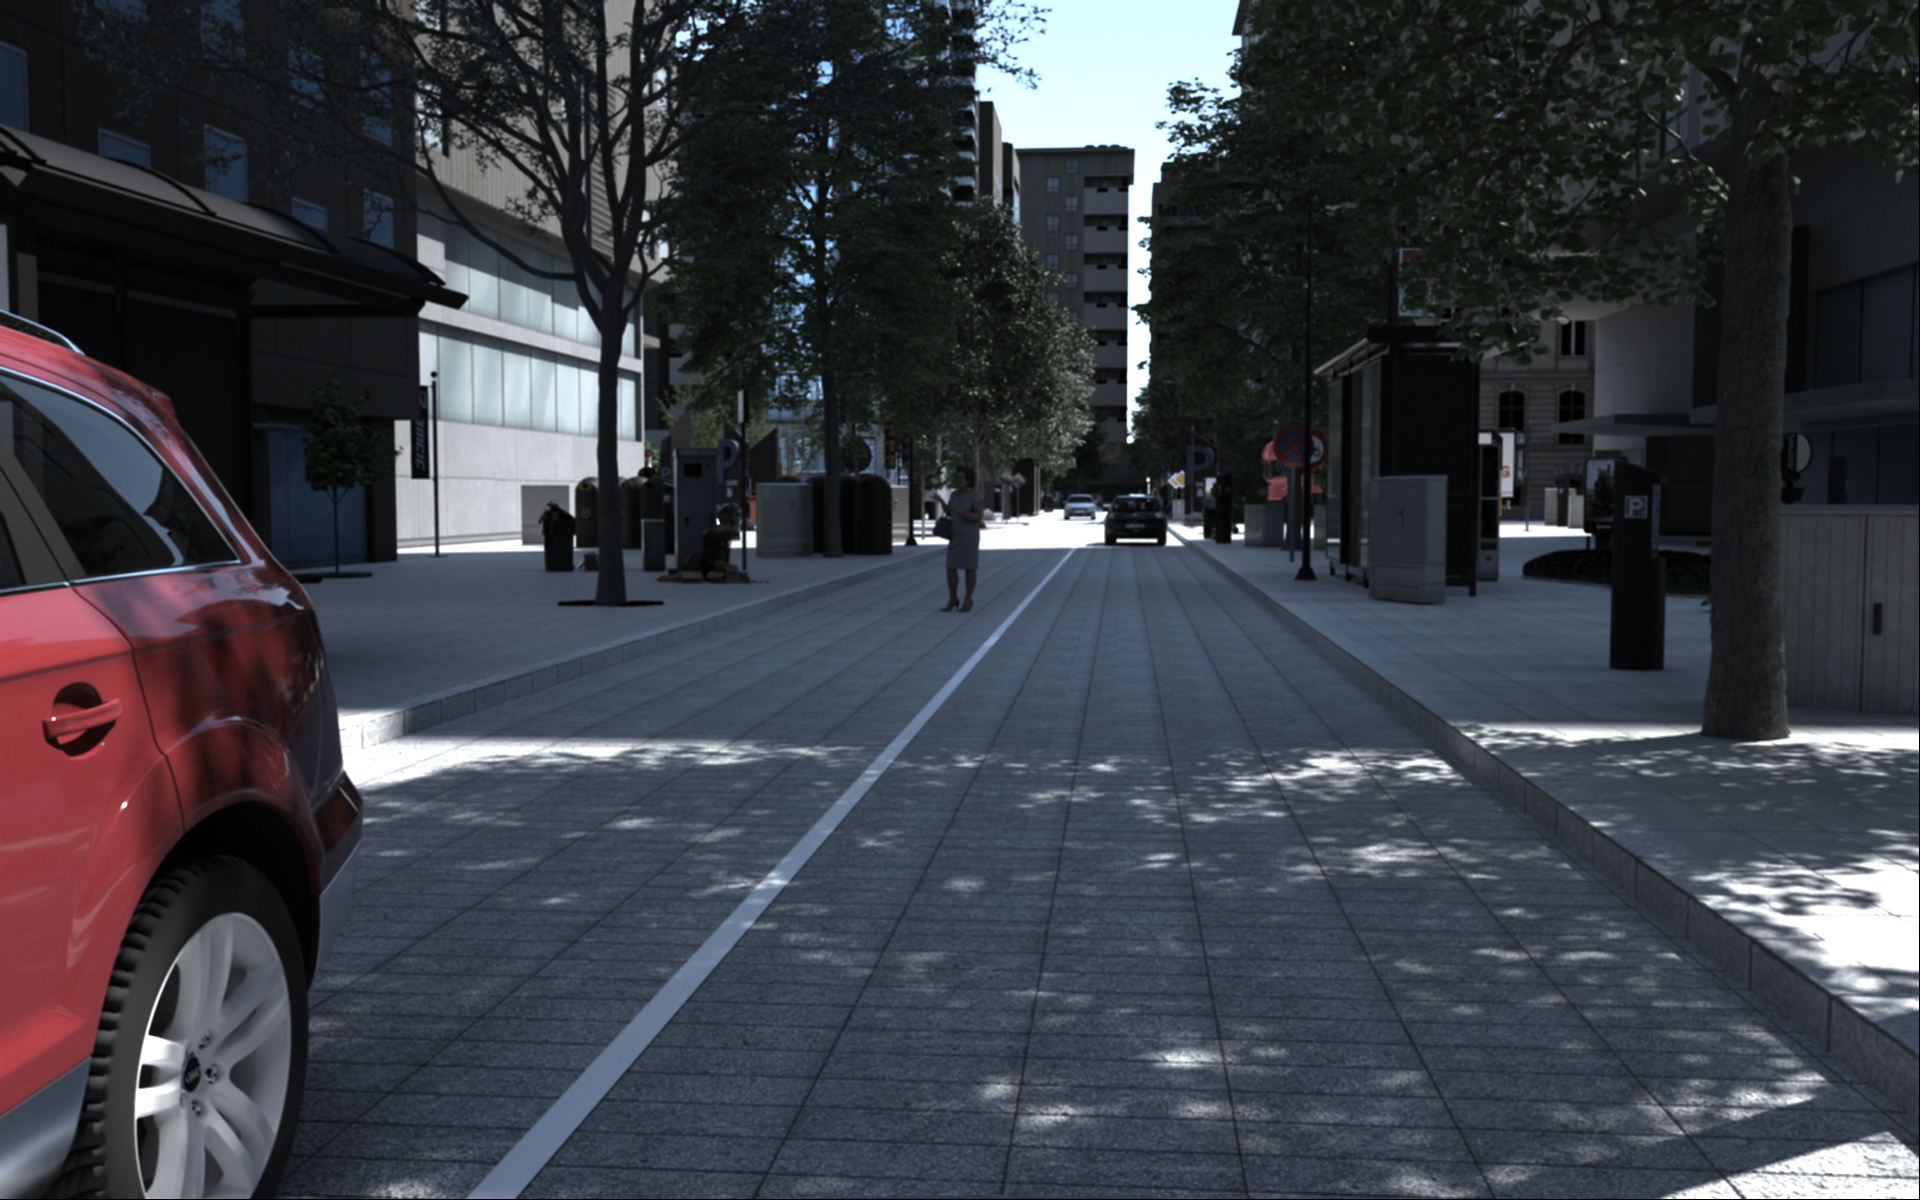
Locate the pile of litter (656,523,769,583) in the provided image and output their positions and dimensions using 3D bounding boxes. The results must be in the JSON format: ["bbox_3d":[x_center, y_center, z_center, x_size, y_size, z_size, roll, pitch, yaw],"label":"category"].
[{"bbox_3d":[-3.629,-0.689,25.229,1.719,0.858,1.176,3,4,37],"label":"pile of litter"}]

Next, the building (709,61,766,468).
[{"bbox_3d":[-21.533,-38.031,211.051,27.495,52.752,28.713,0,4,5],"label":"building"}]

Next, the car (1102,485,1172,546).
[{"bbox_3d":[5.046,-2.426,49.457,2.009,1.686,4.222,0,4,7],"label":"car"}]

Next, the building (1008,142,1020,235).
[{"bbox_3d":[-0.070,-34.662,216.840,14.200,45.320,14.600,0,4,5],"label":"building"}]

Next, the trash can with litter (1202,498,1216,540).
[{"bbox_3d":[7.275,-2.311,49.175,0.624,1.170,1.055,-1,4,-14],"label":"trash can with litter"}]

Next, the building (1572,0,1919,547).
[{"bbox_3d":[29.371,-27.488,38.665,28.713,52.752,27.495,0,4,5],"label":"building"}]

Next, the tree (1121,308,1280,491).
[{"bbox_3d":[12.240,-9.203,84.884,7.601,10.594,8.767,-1,4,-11],"label":"tree"}]

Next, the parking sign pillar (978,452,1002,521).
[{"bbox_3d":[1.009,-5.744,82.382,1.447,3.967,1.447,3,5,40],"label":"parking sign pillar"}]

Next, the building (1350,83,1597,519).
[{"bbox_3d":[37.192,-16.666,91.573,34.723,24.649,14.460,0,4,5],"label":"building"}]

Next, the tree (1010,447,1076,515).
[{"bbox_3d":[4.551,-7.615,108.226,4.285,4.588,4.351,0,3,0],"label":"tree"}]

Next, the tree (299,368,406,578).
[{"bbox_3d":[-9.652,-1.959,26.626,1.663,3.219,1.824,0,3,0],"label":"tree"}]

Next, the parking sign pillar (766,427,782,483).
[{"bbox_3d":[-7.883,-5.015,70.470,1.447,3.967,1.447,2,4,29],"label":"parking sign pillar"}]

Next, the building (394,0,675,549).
[{"bbox_3d":[-24.399,-28.181,50.004,27.495,52.752,28.713,0,4,5],"label":"building"}]

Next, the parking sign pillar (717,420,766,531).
[{"bbox_3d":[-7.969,-4.439,61.052,1.447,3.967,1.447,-3,5,-44],"label":"parking sign pillar"}]

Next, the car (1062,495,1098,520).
[{"bbox_3d":[6.750,-5.210,97.182,2.014,1.417,4.499,0,4,5],"label":"car"}]

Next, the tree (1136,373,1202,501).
[{"bbox_3d":[12.394,-9.228,101.239,4.360,8.622,3.978,0,3,0],"label":"tree"}]

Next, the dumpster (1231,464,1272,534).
[{"bbox_3d":[9.421,-3.324,56.844,1.502,2.255,1.985,0,4,6],"label":"dumpster"}]

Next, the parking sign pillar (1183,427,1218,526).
[{"bbox_3d":[9.661,-4.944,69.302,1.447,3.967,1.447,1,4,16],"label":"parking sign pillar"}]

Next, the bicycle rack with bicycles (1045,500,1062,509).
[{"bbox_3d":[7.341,-8.250,148.272,2.925,0.926,2.852,0,4,1],"label":"bicycle rack with bicycles"}]

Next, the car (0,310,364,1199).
[{"bbox_3d":[-2.412,0.429,1.662,2.281,1.827,5.304,0,4,3],"label":"car"}]

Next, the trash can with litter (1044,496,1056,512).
[{"bbox_3d":[6.283,-6.736,121.525,0.624,1.170,1.055,1,4,20],"label":"trash can with litter"}]

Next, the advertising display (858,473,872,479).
[{"bbox_3d":[-3.139,-2.978,53.897,0.974,1.923,0.123,-3,5,-42],"label":"advertising display"}]

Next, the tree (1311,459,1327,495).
[{"bbox_3d":[14.921,-4.589,69.636,1.663,3.219,1.824,0,3,0],"label":"tree"}]

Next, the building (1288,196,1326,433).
[{"bbox_3d":[26.253,-15.890,108.951,9.793,20.994,18.267,0,4,5],"label":"building"}]

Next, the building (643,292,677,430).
[{"bbox_3d":[-47.041,-36.265,216.628,21.600,48.544,21.300,0,4,5],"label":"building"}]

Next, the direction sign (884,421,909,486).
[{"bbox_3d":[-1.911,-3.788,53.929,0.876,3.537,0.379,-1,4,-9],"label":"direction sign"}]

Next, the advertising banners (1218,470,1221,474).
[{"bbox_3d":[18.795,-8.004,127.058,0.090,3.025,2.074,0,4,-8],"label":"advertising banners"}]

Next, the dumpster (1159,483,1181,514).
[{"bbox_3d":[13.646,-6.696,111.973,1.502,2.255,1.985,0,4,5],"label":"dumpster"}]

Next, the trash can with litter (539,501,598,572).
[{"bbox_3d":[-6.456,-1.070,28.888,1.055,1.170,0.624,-1,4,-23],"label":"trash can with litter"}]

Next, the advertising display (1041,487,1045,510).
[{"bbox_3d":[6.678,-8.200,139.286,0.123,1.923,0.974,-1,4,-11],"label":"advertising display"}]

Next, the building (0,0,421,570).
[{"bbox_3d":[-17.928,-22.975,25.746,14.600,45.320,14.200,0,4,5],"label":"building"}]

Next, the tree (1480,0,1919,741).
[{"bbox_3d":[4.308,-5.523,8.431,7.486,12.596,7.792,0,3,0],"label":"tree"}]

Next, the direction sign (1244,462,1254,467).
[{"bbox_3d":[20.442,-7.998,122.772,0.379,3.537,0.876,-3,5,-40],"label":"direction sign"}]

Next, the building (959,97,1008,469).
[{"bbox_3d":[-2.647,-33.282,194.276,14.600,45.320,14.200,0,4,5],"label":"building"}]

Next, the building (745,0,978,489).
[{"bbox_3d":[-8.348,-52.491,170.896,22.319,86.520,31.000,0,4,5],"label":"building"}]

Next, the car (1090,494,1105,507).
[{"bbox_3d":[14.558,-10.768,186.281,2.015,1.641,3.980,0,4,6],"label":"car"}]

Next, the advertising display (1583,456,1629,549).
[{"bbox_3d":[11.227,-1.524,30.133,0.123,1.923,0.974,-1,4,-20],"label":"advertising display"}]

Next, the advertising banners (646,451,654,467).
[{"bbox_3d":[-12.924,-4.513,69.982,0.090,3.025,2.074,1,4,23],"label":"advertising banners"}]

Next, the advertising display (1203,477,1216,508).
[{"bbox_3d":[9.487,-3.607,64.184,0.974,1.923,0.123,-1,4,-15],"label":"advertising display"}]

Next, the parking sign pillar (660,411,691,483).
[{"bbox_3d":[-9.081,-4.086,55.271,1.447,3.967,1.447,1,4,19],"label":"parking sign pillar"}]

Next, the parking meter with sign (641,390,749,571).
[{"bbox_3d":[-4.435,-1.999,28.953,1.738,3.016,0.543,-1,4,-17],"label":"parking meter with sign"}]

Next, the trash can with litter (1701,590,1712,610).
[{"bbox_3d":[8.496,-0.436,18.516,1.055,1.170,0.624,3,5,43],"label":"trash can with litter"}]

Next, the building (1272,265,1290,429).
[{"bbox_3d":[31.742,-19.335,135.214,14.460,24.649,34.723,0,4,5],"label":"building"}]
